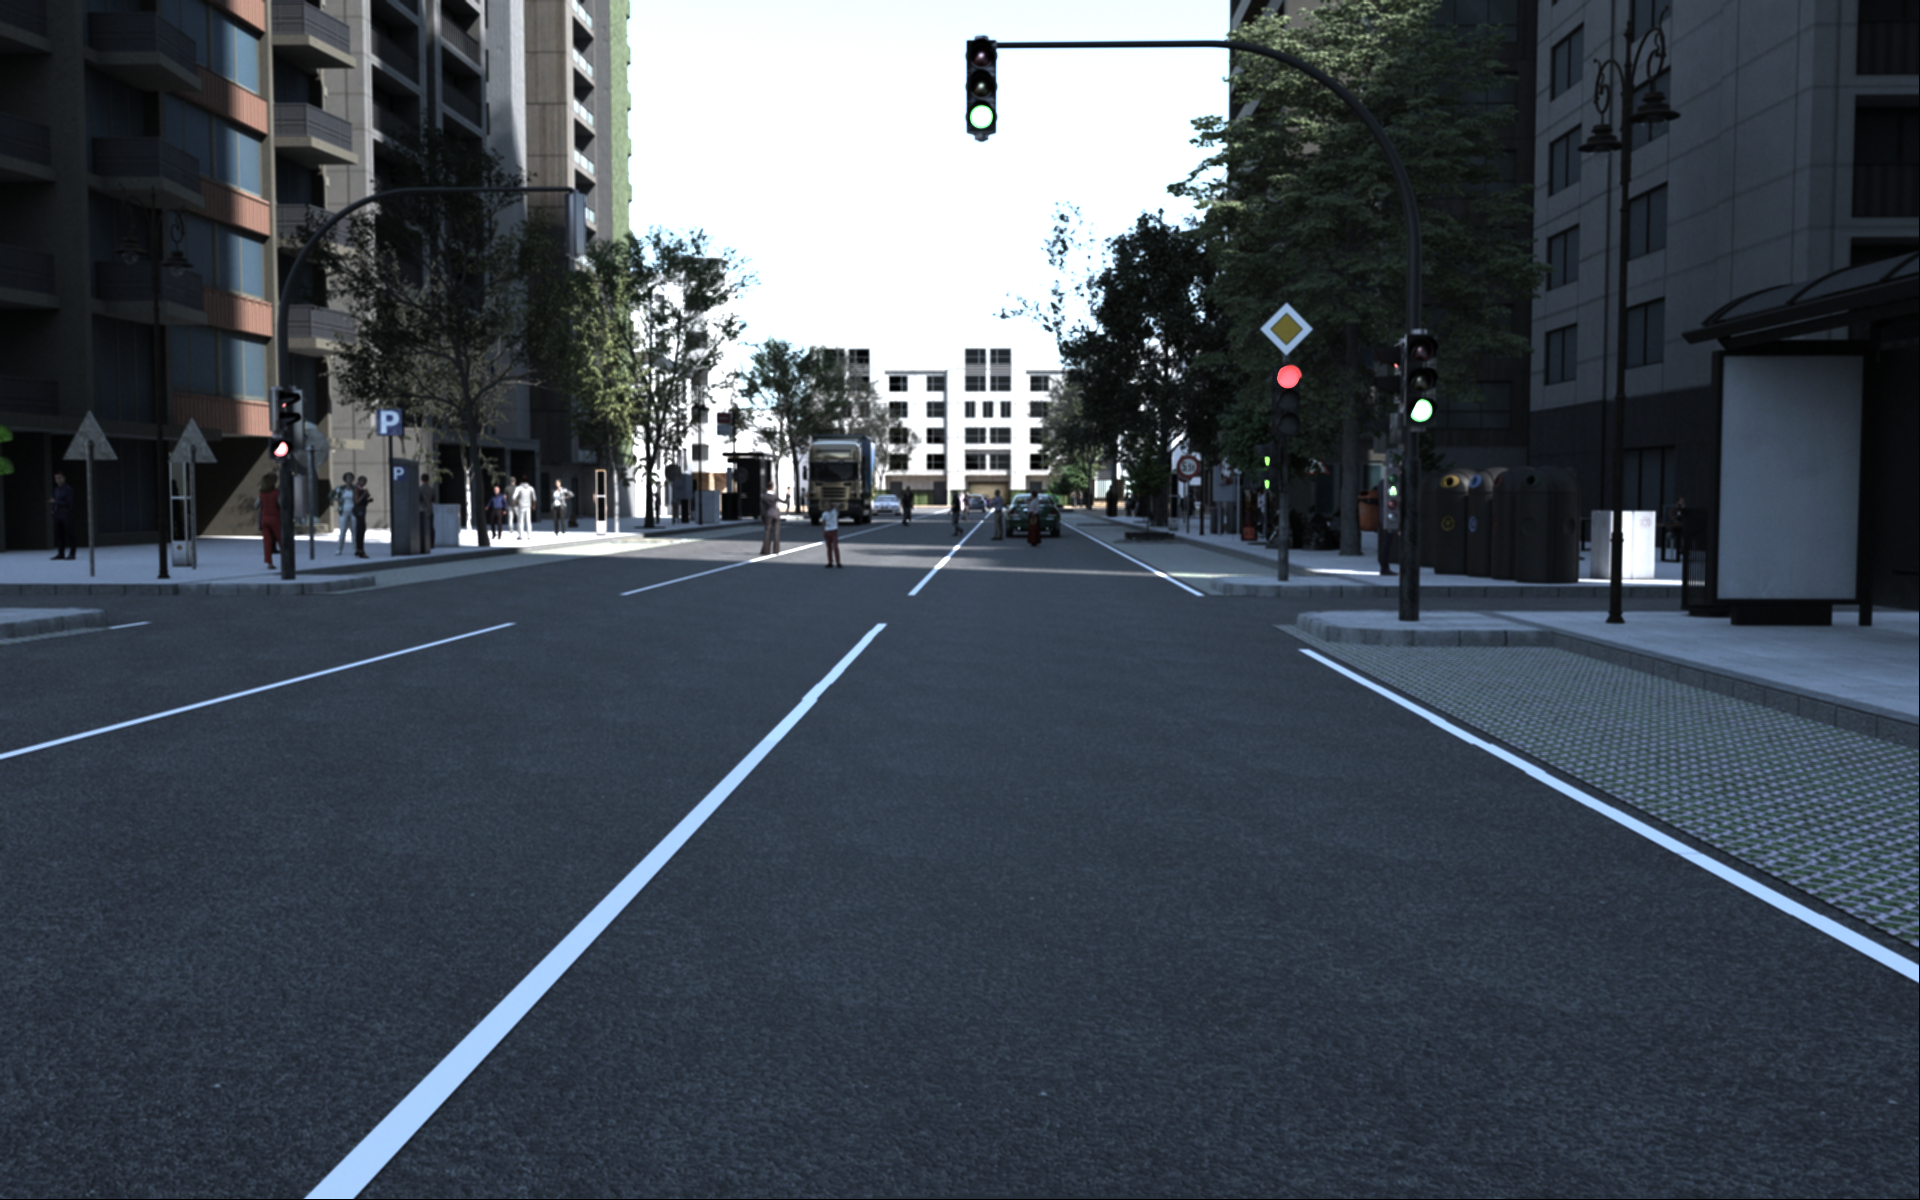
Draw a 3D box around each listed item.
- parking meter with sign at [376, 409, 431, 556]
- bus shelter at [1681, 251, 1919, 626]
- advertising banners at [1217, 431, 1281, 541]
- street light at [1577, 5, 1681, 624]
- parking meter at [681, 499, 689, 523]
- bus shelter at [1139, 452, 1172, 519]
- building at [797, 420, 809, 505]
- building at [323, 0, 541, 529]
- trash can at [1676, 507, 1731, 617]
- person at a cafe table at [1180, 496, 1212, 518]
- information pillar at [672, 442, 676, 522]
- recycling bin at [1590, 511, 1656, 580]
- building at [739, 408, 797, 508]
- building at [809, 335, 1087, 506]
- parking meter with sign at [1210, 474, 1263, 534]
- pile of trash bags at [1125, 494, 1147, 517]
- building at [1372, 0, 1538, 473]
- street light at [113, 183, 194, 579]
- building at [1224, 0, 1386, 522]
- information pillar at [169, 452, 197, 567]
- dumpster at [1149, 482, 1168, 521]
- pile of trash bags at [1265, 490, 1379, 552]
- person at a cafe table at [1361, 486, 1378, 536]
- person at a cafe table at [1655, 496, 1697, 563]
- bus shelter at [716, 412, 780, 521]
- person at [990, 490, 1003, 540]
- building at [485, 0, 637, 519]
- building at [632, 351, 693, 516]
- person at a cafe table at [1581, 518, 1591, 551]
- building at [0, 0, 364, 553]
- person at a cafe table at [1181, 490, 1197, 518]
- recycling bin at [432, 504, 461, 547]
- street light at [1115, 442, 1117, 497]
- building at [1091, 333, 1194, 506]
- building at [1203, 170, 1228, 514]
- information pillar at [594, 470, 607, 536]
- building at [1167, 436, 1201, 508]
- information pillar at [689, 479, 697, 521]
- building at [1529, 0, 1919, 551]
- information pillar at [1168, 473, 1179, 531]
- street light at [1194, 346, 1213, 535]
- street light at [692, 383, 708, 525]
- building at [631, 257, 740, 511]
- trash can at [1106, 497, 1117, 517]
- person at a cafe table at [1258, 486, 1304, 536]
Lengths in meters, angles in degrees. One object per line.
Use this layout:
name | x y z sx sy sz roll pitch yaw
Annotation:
parking meter with sign | -11.635 -2.453 36.369 0.543 3.016 1.738 0 4 2
bus shelter | 8.034 -1.249 14.340 2.014 3.302 5.546 0 4 2
advertising banners | 7.932 -3.123 47.256 2.074 3.025 0.090 3 4 36
street light | 6.525 -2.708 17.067 0.468 5.910 1.993 0 4 2
parking meter | -12.203 -4.349 76.815 0.255 1.863 0.399 -2 4 -32
bus shelter | 10.430 -6.271 93.809 1.731 3.624 6.357 0 4 2
building | -30.752 -15.680 198.514 28.070 9.664 9.099 0 4 2
building | -29.310 -38.768 72.113 20.563 71.187 20.611 0 4 2
trash can | 7.923 -0.401 18.213 0.748 1.137 0.748 0 3 0
person at a cafe table | 12.517 -4.977 92.239 1.726 1.238 1.698 -2 4 -27
information pillar | -12.939 -5.317 78.284 0.183 3.616 0.504 -1 4 -14
recycling bin | 9.994 -0.830 26.128 0.722 1.027 0.722 0 4 -1
building | -30.397 -13.672 165.690 28.070 9.664 9.099 0 4 2
building | -0.876 -20.482 201.335 31.486 18.905 16.747 0 4 2
parking meter with sign | 8.974 -3.649 55.915 1.738 3.016 0.543 -1 4 -12
pile of trash bags | 10.384 -5.490 99.514 1.912 1.369 3.447 -1 4 -10
building | 22.391 -17.844 63.447 14.160 30.474 14.107 0 4 2
street light | -12.113 -3.265 26.168 0.468 5.910 1.993 0 4 2
building | 25.757 -28.435 88.616 21.300 48.544 21.600 0 4 2
information pillar | -13.757 -1.601 30.664 0.304 2.012 0.304 0 4 6
dumpster | 9.510 -4.607 81.079 1.264 1.857 1.865 0 4 2
pile of trash bags | 8.572 -1.840 39.833 1.912 1.369 3.447 -2 4 -24
person at a cafe table | 12.966 -2.701 52.671 1.622 1.524 1.698 1 4 12
person at a cafe table | 13.963 -1.360 33.097 1.698 1.238 1.726 0 4 1
bus shelter | -10.805 -6.744 87.897 2.179 5.291 8.768 0 4 2
person | 1.158 -2.665 54.132 0.319 1.574 0.516 3 4 38
building | -25.535 -24.872 90.244 14.154 41.232 14.086 0 4 2
building | -22.361 -10.630 115.947 9.099 9.664 28.070 0 4 2
person at a cafe table | 13.673 -1.748 39.442 1.698 1.238 1.726 3 4 36
building | -30.331 -24.017 47.297 22.147 44.769 28.867 0 4 2
person at a cafe table | 12.621 -5.264 94.579 1.698 1.524 1.622 1 4 10
recycling bin | -13.021 -1.883 43.339 0.722 1.027 0.722 0 4 5
street light | 9.039 -7.784 100.048 0.468 5.910 1.993 0 4 2
building | 20.514 -20.981 199.453 11.380 20.091 16.016 0 4 2
building | 31.154 -17.114 123.791 27.936 21.610 32.646 0 4 2
information pillar | -10.965 -2.957 52.833 0.304 2.012 0.304 -1 4 -20
building | 23.417 -13.002 154.731 9.099 9.664 28.070 0 4 2
information pillar | -12.890 -4.847 83.734 0.304 2.012 0.304 -2 4 -27
building | 26.922 -36.766 39.380 20.611 71.187 20.563 0 4 2
information pillar | 7.485 -3.442 60.772 0.304 2.012 0.304 0 4 -7
street light | 7.578 -4.973 54.089 0.468 5.910 1.993 0 4 2
street light | -10.830 -6.076 72.133 0.468 5.910 1.993 0 4 2
building | -25.524 -17.115 136.258 16.016 20.091 11.380 0 4 2
trash can | 8.528 -5.245 97.402 0.748 1.137 0.748 0 3 0
person at a cafe table | 9.221 -2.614 51.260 1.622 1.524 1.698 0 4 2
